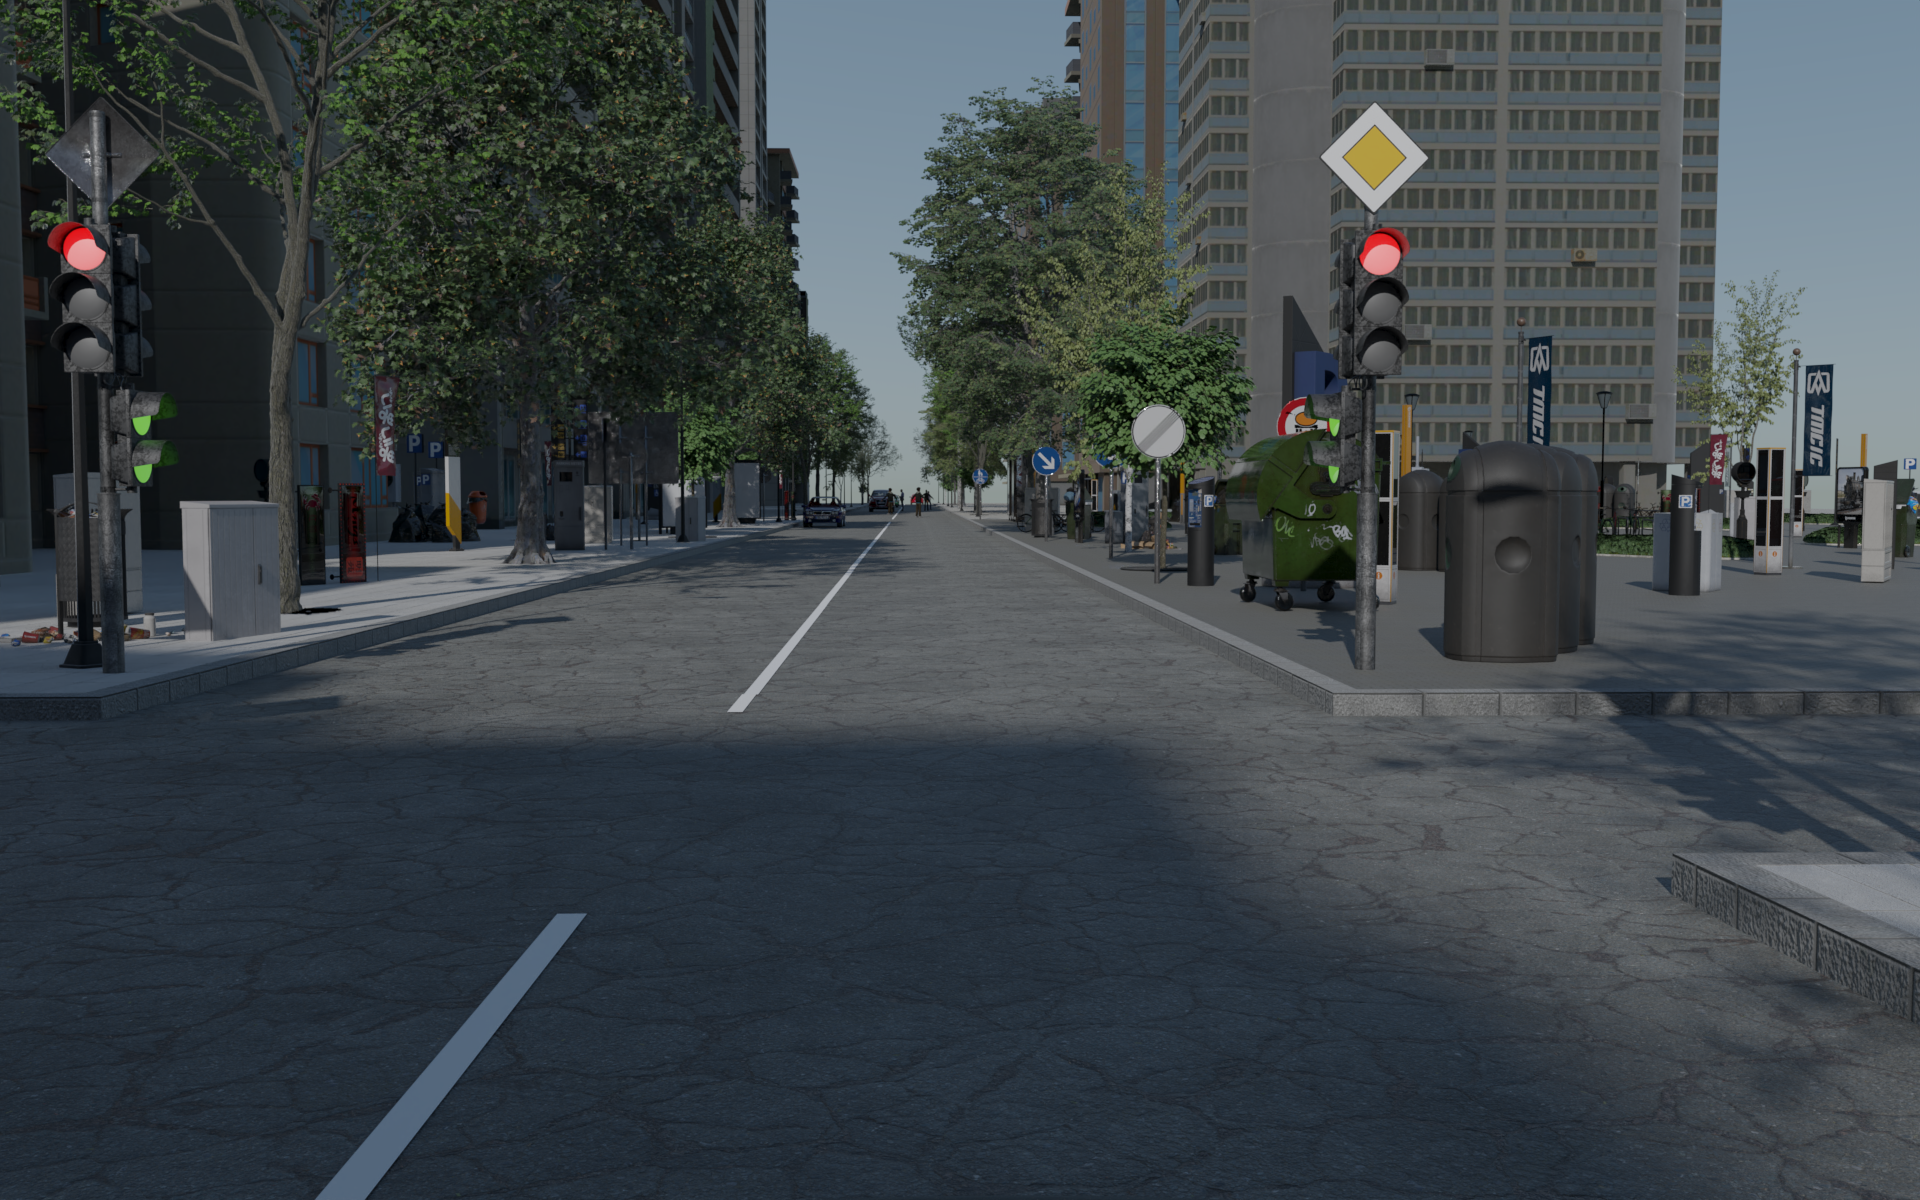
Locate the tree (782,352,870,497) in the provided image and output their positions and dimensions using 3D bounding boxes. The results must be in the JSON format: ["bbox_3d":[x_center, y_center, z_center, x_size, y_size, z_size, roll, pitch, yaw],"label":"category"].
[{"bbox_3d":[-10.323,-12.986,130.451,7.486,12.596,7.792,0,3,0],"label":"tree"}]

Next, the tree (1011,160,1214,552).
[{"bbox_3d":[3.570,-5.378,38.291,4.737,8.622,4.395,0,3,0],"label":"tree"}]

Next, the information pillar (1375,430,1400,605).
[{"bbox_3d":[4.917,-0.958,20.149,0.304,2.012,0.304,2,4,28],"label":"information pillar"}]

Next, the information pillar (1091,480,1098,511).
[{"bbox_3d":[6.859,-5.115,88.121,0.304,2.012,0.304,1,4,16],"label":"information pillar"}]

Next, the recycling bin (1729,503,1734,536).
[{"bbox_3d":[23.082,-2.342,50.842,0.722,1.027,0.722,3,5,43],"label":"recycling bin"}]

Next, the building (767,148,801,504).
[{"bbox_3d":[-31.298,-34.217,214.076,22.147,44.769,28.867,0,4,-2],"label":"building"}]

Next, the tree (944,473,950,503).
[{"bbox_3d":[-1.771,-17.534,237.048,4.360,8.622,3.978,0,3,0],"label":"tree"}]

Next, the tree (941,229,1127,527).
[{"bbox_3d":[2.844,-8.639,67.008,9.928,11.665,9.643,0,3,0],"label":"tree"}]

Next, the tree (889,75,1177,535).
[{"bbox_3d":[2.674,-8.981,53.499,9.857,13.997,8.962,0,3,0],"label":"tree"}]

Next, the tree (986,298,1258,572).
[{"bbox_3d":[3.406,-2.779,29.155,4.285,4.588,4.351,0,3,0],"label":"tree"}]

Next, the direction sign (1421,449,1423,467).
[{"bbox_3d":[23.334,-5.842,87.510,0.379,3.537,0.876,1,4,15],"label":"direction sign"}]

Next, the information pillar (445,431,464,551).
[{"bbox_3d":[-11.325,-2.895,38.695,0.183,3.616,0.504,1,4,16],"label":"information pillar"}]

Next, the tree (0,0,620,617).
[{"bbox_3d":[-7.153,-5.664,18.358,9.928,11.665,9.643,0,3,0],"label":"tree"}]

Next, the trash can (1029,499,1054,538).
[{"bbox_3d":[2.406,-2.405,50.983,0.748,1.137,0.748,0,3,0],"label":"trash can"}]

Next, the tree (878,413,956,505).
[{"bbox_3d":[-0.665,-17.590,197.969,12.009,13.543,11.850,0,3,0],"label":"tree"}]

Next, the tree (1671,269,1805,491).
[{"bbox_3d":[26.048,-6.558,57.579,4.737,8.622,4.395,0,3,0],"label":"tree"}]

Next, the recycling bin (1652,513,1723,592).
[{"bbox_3d":[9.680,-0.642,23.047,0.722,1.027,0.722,3,4,36],"label":"recycling bin"}]

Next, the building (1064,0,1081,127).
[{"bbox_3d":[19.954,-29.735,140.796,22.147,44.769,28.867,0,4,-2],"label":"building"}]

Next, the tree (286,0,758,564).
[{"bbox_3d":[-7.936,-7.024,31.854,9.611,12.733,9.660,0,3,0],"label":"tree"}]

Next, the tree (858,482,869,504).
[{"bbox_3d":[-13.106,-14.759,235.909,1.663,3.219,1.824,0,3,0],"label":"tree"}]

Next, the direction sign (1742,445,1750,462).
[{"bbox_3d":[36.171,-5.375,79.885,0.379,3.537,0.876,0,4,-3],"label":"direction sign"}]

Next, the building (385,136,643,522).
[{"bbox_3d":[-28.091,-28.950,97.038,21.300,48.544,21.600,0,4,-2],"label":"building"}]

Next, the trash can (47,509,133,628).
[{"bbox_3d":[-8.420,-0.315,16.798,0.748,1.137,0.748,0,3,0],"label":"trash can"}]

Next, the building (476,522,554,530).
[{"bbox_3d":[-27.596,-27.378,71.338,21.300,48.544,21.600,0,4,-2],"label":"building"}]

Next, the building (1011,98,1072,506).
[{"bbox_3d":[13.882,-33.444,196.925,14.600,45.320,14.200,0,4,-2],"label":"building"}]

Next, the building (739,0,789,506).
[{"bbox_3d":[-29.359,-45.884,188.454,20.563,71.187,20.611,0,4,-2],"label":"building"}]

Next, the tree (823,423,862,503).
[{"bbox_3d":[-10.946,-12.729,158.486,4.737,8.622,4.395,0,3,0],"label":"tree"}]

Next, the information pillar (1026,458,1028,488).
[{"bbox_3d":[2.937,-5.096,74.680,0.183,3.616,0.504,-1,4,-9],"label":"information pillar"}]

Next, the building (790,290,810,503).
[{"bbox_3d":[-28.058,-28.427,236.486,14.160,30.474,14.107,0,4,-2],"label":"building"}]

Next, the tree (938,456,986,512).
[{"bbox_3d":[1.203,-8.766,127.044,4.285,4.588,4.351,0,3,0],"label":"tree"}]

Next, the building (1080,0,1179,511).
[{"bbox_3d":[15.822,-28.688,119.166,14.600,45.320,14.200,0,4,-2],"label":"building"}]

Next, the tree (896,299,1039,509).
[{"bbox_3d":[1.173,-17.984,149.924,12.611,20.169,13.585,0,3,0],"label":"tree"}]

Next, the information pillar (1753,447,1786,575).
[{"bbox_3d":[12.817,-1.403,27.426,0.304,2.012,0.304,-1,4,-16],"label":"information pillar"}]

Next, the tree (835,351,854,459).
[{"bbox_3d":[-8.790,-9.154,66.674,9.611,12.733,9.660,0,3,0],"label":"tree"}]

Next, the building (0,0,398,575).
[{"bbox_3d":[-29.217,-11.513,33.278,27.650,21.520,28.899,0,4,-2],"label":"building"}]

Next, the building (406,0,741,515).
[{"bbox_3d":[-28.542,-31.139,132.819,21.300,48.544,21.600,0,4,-2],"label":"building"}]

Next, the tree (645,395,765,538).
[{"bbox_3d":[-7.966,-4.114,50.981,4.285,4.588,4.351,0,3,0],"label":"tree"}]

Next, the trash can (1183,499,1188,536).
[{"bbox_3d":[7.204,-2.536,53.114,0.748,1.137,0.748,0,3,0],"label":"trash can"}]

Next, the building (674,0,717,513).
[{"bbox_3d":[-24.064,-26.407,115.347,14.154,41.232,14.086,0,4,-2],"label":"building"}]

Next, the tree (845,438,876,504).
[{"bbox_3d":[-13.045,-17.047,229.084,4.360,8.622,3.978,0,3,0],"label":"tree"}]

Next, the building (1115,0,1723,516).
[{"bbox_3d":[25.773,-24.993,100.523,32.217,40.220,23.993,0,4,-2],"label":"building"}]

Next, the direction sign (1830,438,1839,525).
[{"bbox_3d":[35.718,-4.808,70.609,0.379,3.537,0.876,2,4,30],"label":"direction sign"}]

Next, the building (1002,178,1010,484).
[{"bbox_3d":[17.130,-35.357,232.710,22.147,44.769,28.867,0,4,-2],"label":"building"}]

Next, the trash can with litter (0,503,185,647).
[{"bbox_3d":[-8.065,-0.262,15.338,2.233,1.210,1.678,0,3,0],"label":"trash can with litter"}]

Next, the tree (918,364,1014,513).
[{"bbox_3d":[0.774,-12.101,115.980,7.486,12.596,7.792,0,3,0],"label":"tree"}]

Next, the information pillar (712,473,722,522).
[{"bbox_3d":[-11.098,-5.364,79.053,0.504,3.616,0.183,3,4,39],"label":"information pillar"}]

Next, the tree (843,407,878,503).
[{"bbox_3d":[-13.215,-20.518,245.831,12.009,13.543,11.850,0,3,0],"label":"tree"}]

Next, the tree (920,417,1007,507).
[{"bbox_3d":[0.375,-15.638,172.692,9.611,12.733,9.660,0,3,0],"label":"tree"}]

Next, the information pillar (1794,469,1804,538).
[{"bbox_3d":[24.776,-2.860,51.261,0.304,2.012,0.304,1,4,21],"label":"information pillar"}]
